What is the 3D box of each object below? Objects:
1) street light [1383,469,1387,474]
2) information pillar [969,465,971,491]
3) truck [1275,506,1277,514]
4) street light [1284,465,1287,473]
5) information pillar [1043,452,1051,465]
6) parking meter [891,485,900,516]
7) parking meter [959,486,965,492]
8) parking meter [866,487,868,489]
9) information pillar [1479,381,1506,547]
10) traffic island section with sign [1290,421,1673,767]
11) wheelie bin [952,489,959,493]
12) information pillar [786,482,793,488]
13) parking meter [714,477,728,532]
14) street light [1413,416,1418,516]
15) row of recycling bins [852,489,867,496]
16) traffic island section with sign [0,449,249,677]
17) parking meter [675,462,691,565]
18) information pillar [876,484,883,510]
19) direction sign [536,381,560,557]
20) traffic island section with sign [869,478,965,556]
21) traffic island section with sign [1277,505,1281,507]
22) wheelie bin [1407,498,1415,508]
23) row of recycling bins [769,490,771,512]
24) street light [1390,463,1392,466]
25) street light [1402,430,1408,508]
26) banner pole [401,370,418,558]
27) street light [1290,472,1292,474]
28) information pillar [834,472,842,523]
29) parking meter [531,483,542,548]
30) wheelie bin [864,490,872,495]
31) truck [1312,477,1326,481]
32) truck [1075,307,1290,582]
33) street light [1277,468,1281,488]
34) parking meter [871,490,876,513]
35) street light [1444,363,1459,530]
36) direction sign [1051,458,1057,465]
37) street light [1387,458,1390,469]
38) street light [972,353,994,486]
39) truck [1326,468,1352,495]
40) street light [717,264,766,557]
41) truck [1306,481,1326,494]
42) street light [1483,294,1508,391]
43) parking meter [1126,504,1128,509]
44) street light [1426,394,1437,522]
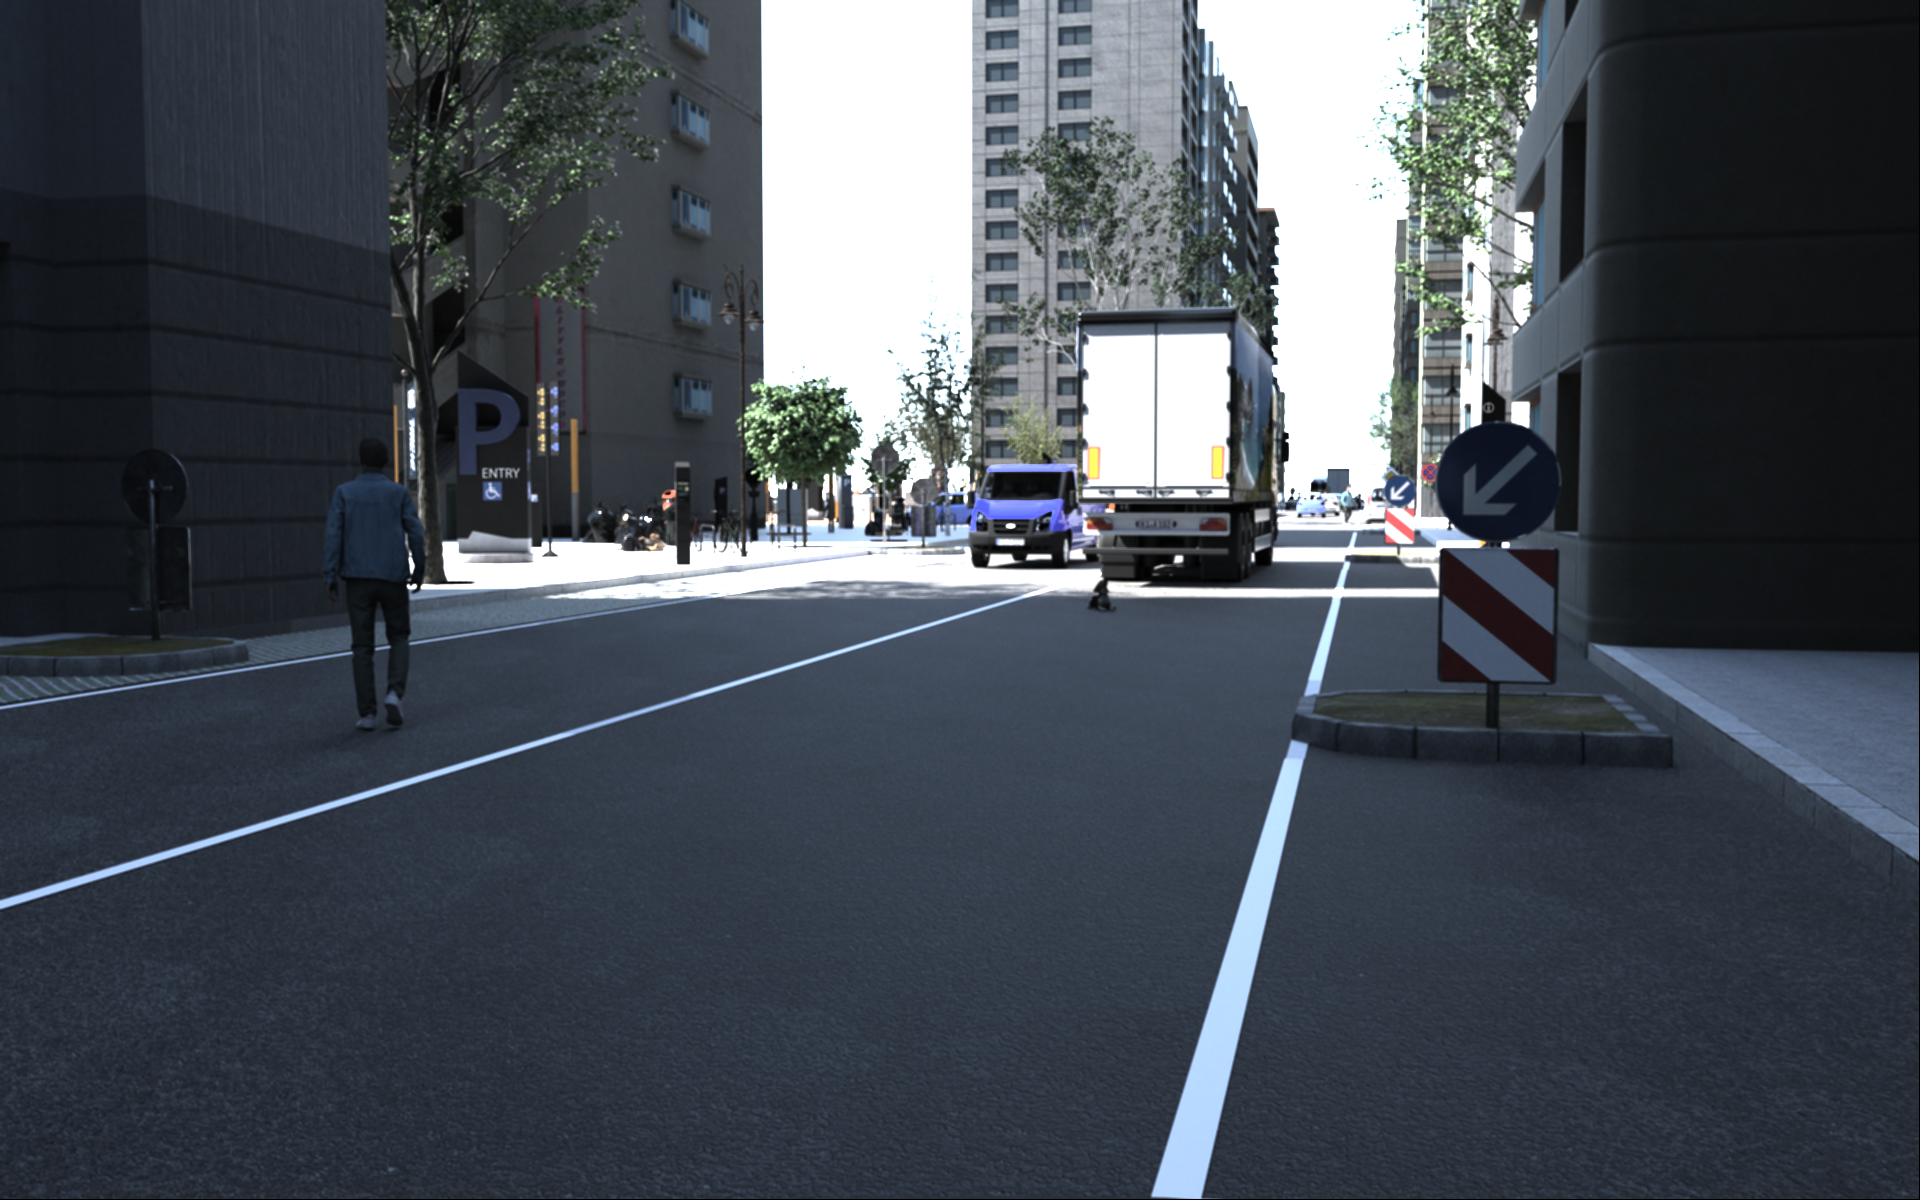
[{"bbox_3d":[58.024,-16.036,234.972,0.468,5.910,1.993,1,4,13],"label":"street light"},{"bbox_3d":[0.776,-8.543,131.033,0.183,3.616,0.504,1,4,9],"label":"information pillar"},{"bbox_3d":[19.728,-7.698,115.618,2.967,4.110,18.799,1,4,12],"label":"truck"},{"bbox_3d":[50.908,-18.251,271.196,0.468,5.910,1.993,1,4,13],"label":"street light"},{"bbox_3d":[4.710,-6.290,94.200,0.504,3.616,0.183,1,4,8],"label":"information pillar"},{"bbox_3d":[-3.022,-4.610,81.092,0.399,1.863,0.255,1,4,18],"label":"parking meter"},{"bbox_3d":[0.103,-6.866,117.974,0.399,1.863,0.255,0,4,-4],"label":"parking meter"},{"bbox_3d":[-7.598,-8.414,143.281,0.399,1.863,0.255,-3,5,-41],"label":"parking meter"},{"bbox_3d":[10.972,-2.715,35.745,0.504,3.616,0.183,1,4,14],"label":"information pillar"},{"bbox_3d":[2.999,-0.098,10.223,1.989,1.847,2.006,1,4,13],"label":"traffic island section with sign"},{"bbox_3d":[-0.294,-6.370,112.053,0.693,1.594,0.980,-2,4,-27],"label":"wheelie bin"},{"bbox_3d":[-8.925,-5.272,90.685,0.304,2.012,0.304,-2,4,-35],"label":"information pillar"},{"bbox_3d":[-8.033,-3.210,58.191,0.399,1.863,0.255,-2,4,-25],"label":"parking meter"},{"bbox_3d":[26.526,-7.821,100.653,0.468,5.910,1.993,1,4,13],"label":"street light"},{"bbox_3d":[-8.105,-8.196,141.119,3.534,1.692,1.069,1,4,12],"label":"row of recycling bins"},{"bbox_3d":[-7.124,-0.356,14.449,1.989,1.847,2.006,1,4,13],"label":"traffic island section with sign"},{"bbox_3d":[-5.009,-1.566,31.311,0.255,1.863,0.399,-1,4,-12],"label":"parking meter"},{"bbox_3d":[-3.946,-4.932,85.127,0.304,2.012,0.304,-2,4,-27],"label":"information pillar"},{"bbox_3d":[-8.340,-2.639,35.145,0.379,3.537,0.876,-3,5,-42],"label":"direction sign"},{"bbox_3d":[-0.942,-1.972,40.869,1.989,1.847,2.006,1,4,13],"label":"traffic island section with sign"},{"bbox_3d":[35.335,-11.453,195.879,1.989,1.847,2.006,1,4,13],"label":"traffic island section with sign"},{"bbox_3d":[33.451,-7.390,128.734,0.693,1.594,0.980,0,4,5],"label":"wheelie bin"},{"bbox_3d":[-15.420,-7.246,125.588,3.534,1.692,1.069,-1,4,-19],"label":"row of recycling bins"},{"bbox_3d":[43.958,-12.355,174.793,0.468,5.910,1.993,1,4,13],"label":"street light"},{"bbox_3d":[31.399,-9.111,121.752,0.468,5.910,1.993,1,4,13],"label":"street light"},{"bbox_3d":[-11.032,-2.736,34.746,0.401,3.779,0.863,-3,4,-36],"label":"banner pole"},{"bbox_3d":[55.793,-19.524,292.009,0.468,5.910,1.993,1,4,13],"label":"street light"},{"bbox_3d":[-5.307,-5.218,76.669,0.504,3.616,0.183,0,4,5],"label":"information pillar"},{"bbox_3d":[-10.207,-2.024,41.505,0.372,1.533,0.369,0,3,0],"label":"parking meter"},{"bbox_3d":[-6.852,-7.525,130.939,0.693,1.594,0.980,-3,5,-41],"label":"wheelie bin"},{"bbox_3d":[57.516,-17.488,275.681,2.967,4.110,18.799,1,4,13],"label":"truck"},{"bbox_3d":[4.324,-2.617,31.705,2.839,4.237,11.283,1,4,14],"label":"truck"},{"bbox_3d":[46.120,-16.984,250.480,0.468,5.910,1.993,1,4,13],"label":"street light"},{"bbox_3d":[-5.998,-6.846,120.348,0.372,1.533,0.369,0,3,0],"label":"parking meter"},{"bbox_3d":[17.423,-5.423,61.460,0.468,5.910,1.993,1,4,13],"label":"street light"},{"bbox_3d":[5.856,-7.237,110.326,0.379,3.537,0.876,-3,4,-38],"label":"direction sign"},{"bbox_3d":[48.937,-13.668,196.252,0.468,5.910,1.993,1,4,13],"label":"street light"},{"bbox_3d":[0.742,-5.141,56.849,0.468,5.910,1.993,1,4,13],"label":"street light"},{"bbox_3d":[41.495,-12.287,189.808,2.839,4.237,11.283,1,4,13],"label":"truck"},{"bbox_3d":[-4.384,-3.802,34.942,0.468,5.910,1.993,1,4,13],"label":"street light"},{"bbox_3d":[53.567,-16.037,258.120,3.469,3.379,9.791,1,4,15],"label":"truck"},{"bbox_3d":[12.413,-4.127,40.263,0.468,5.910,1.993,1,4,13],"label":"street light"},{"bbox_3d":[14.300,-8.687,147.738,0.255,1.863,0.399,1,4,17],"label":"parking meter"},{"bbox_3d":[21.669,-6.541,79.727,0.468,5.910,1.993,1,4,13],"label":"street light"}]
